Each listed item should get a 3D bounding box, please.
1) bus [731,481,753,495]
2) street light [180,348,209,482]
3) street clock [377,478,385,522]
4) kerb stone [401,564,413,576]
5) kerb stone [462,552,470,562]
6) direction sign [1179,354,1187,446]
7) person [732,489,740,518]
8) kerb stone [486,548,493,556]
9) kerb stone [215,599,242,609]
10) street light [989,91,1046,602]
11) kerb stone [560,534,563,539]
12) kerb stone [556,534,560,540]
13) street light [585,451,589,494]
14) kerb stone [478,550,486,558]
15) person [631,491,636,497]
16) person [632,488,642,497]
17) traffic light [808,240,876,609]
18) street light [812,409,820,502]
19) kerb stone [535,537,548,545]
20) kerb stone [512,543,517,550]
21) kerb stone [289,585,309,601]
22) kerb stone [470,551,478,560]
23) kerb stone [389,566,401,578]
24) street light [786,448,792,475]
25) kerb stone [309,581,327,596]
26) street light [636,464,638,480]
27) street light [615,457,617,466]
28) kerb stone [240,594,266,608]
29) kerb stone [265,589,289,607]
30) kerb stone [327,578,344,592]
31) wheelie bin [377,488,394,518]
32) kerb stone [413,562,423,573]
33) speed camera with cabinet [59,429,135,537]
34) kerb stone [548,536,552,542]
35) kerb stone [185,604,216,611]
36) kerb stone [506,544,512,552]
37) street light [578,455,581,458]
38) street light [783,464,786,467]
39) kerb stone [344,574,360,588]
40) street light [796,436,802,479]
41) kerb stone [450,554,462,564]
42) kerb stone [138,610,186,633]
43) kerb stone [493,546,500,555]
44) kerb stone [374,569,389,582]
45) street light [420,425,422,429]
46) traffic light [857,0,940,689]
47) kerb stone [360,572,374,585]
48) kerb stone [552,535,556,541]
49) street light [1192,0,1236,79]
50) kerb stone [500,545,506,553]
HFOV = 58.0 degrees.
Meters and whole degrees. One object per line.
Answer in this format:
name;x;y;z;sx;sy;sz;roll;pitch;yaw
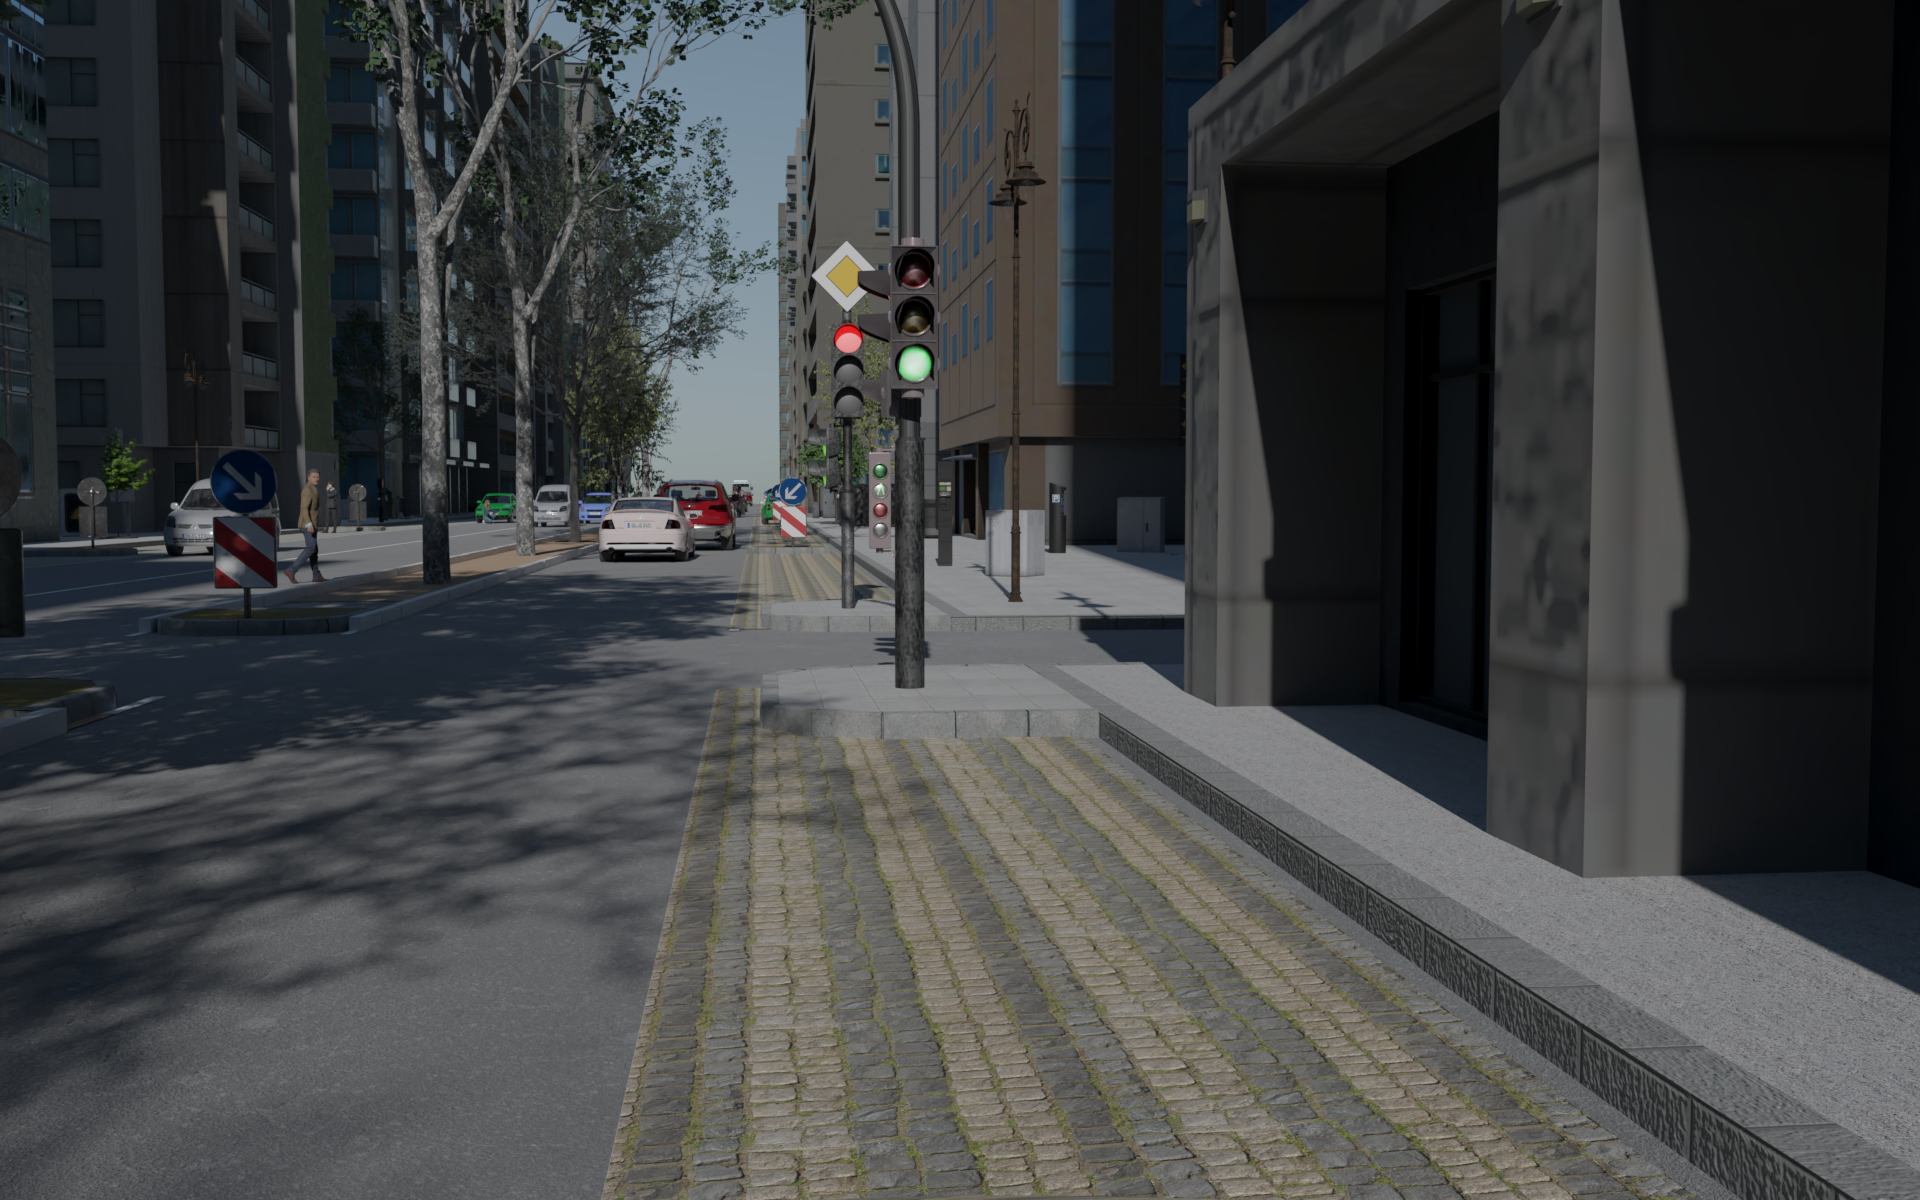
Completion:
bus;-30.788;-15.266;244.456;2.948;3.499;13.247;0;4;-6
street light;-24.235;-5.028;54.997;0.468;5.910;1.993;0;4;-7
street clock;-26.175;-4.509;78.290;0.358;2.002;0.471;0;4;-6
kerb stone;-9.849;-0.511;30.551;0.120;0.150;1.000;0;4;-7
kerb stone;-10.560;-0.877;36.648;0.120;0.150;1.000;0;4;-7
direction sign;3.988;-2.204;28.029;0.876;3.537;0.379;1;4;15
person;-13.540;-5.785;104.001;0.530;1.710;0.541;-1;4;-22
kerb stone;-10.908;-1.062;39.702;0.120;0.150;1.000;0;4;-7
kerb stone;-8.677;0.113;20.352;0.120;0.150;1.000;0;4;-7
street light;0.662;-2.915;20.441;0.468;5.910;1.993;0;4;-7
kerb stone;-12.559;-1.943;53.994;0.120;0.150;1.000;0;4;-7
kerb stone;-12.430;-1.883;52.980;0.120;0.150;1.000;0;4;-7
street light;-37.939;-12.436;176.111;0.468;5.910;1.993;0;4;-7
kerb stone;-10.791;-1.008;38.678;0.120;0.150;1.000;0;4;-7
person;-34.070;-10.512;181.086;0.721;1.735;1.217;3;4;39
person;-21.350;-6.492;114.651;1.348;1.823;0.705;-3;5;-41
traffic light;-1.275;-1.860;19.335;0.839;4.253;0.868;0;4;-7
street light;-8.171;-7.622;97.402;0.468;5.910;1.993;0;4;-7
kerb stone;-12.085;-1.694;49.927;0.120;0.150;1.000;0;4;-7
kerb stone;-11.378;-1.321;43.796;0.120;0.150;1.000;0;4;-7
kerb stone;-9.033;-0.074;23.412;0.120;0.150;1.000;0;4;-7
kerb stone;-10.676;-0.946;37.662;0.120;0.150;1.000;0;4;-7
kerb stone;-9.739;-0.447;29.528;0.120;0.150;1.000;0;4;-7
street light;-17.556;-12.650;179.615;0.468;5.910;1.993;0;4;-7
kerb stone;-9.149;-0.133;24.434;0.120;0.150;1.000;0;4;-7
street light;-46.354;-16.884;248.835;0.468;5.910;1.993;0;4;-7
street light;-42.185;-14.653;212.370;0.468;5.910;1.993;0;4;-7
kerb stone;-8.799;0.052;21.370;0.120;0.150;1.000;0;4;-7
kerb stone;-8.911;-0.012;22.392;0.120;0.150;1.000;0;4;-7
kerb stone;-9.275;-0.199;25.448;0.120;0.150;1.000;0;4;-7
wheelie bin;-30.224;-5.091;91.152;0.693;1.594;0.980;-3;5;-43
kerb stone;-9.966;-0.570;31.567;0.120;0.150;1.000;0;4;-7
speed camera with cabinet;-26.171;-3.558;52.506;2.038;3.252;0.660;-2;4;-27
kerb stone;-12.201;-1.750;50.947;0.120;0.150;1.000;0;4;-7
kerb stone;-8.558;0.175;19.336;0.120;0.150;1.000;0;4;-7
kerb stone;-11.268;-1.258;42.769;0.120;0.150;1.000;0;4;-7
street light;-36.820;-11.863;166.741;0.468;5.910;1.993;0;4;-7
street light;-21.817;-14.868;215.872;0.468;5.910;1.993;0;4;-7
kerb stone;-9.384;-0.261;26.464;0.120;0.150;1.000;0;4;-7
street light;-12.418;-9.839;133.660;0.468;5.910;1.993;0;4;-7
kerb stone;-10.440;-0.822;35.630;0.120;0.150;1.000;0;4;-7
kerb stone;-8.446;0.237;18.315;0.120;0.150;1.000;0;4;-7
kerb stone;-11.020;-1.126;40.718;0.120;0.150;1.000;0;4;-7
kerb stone;-9.616;-0.383;28.501;0.120;0.150;1.000;0;4;-7
street light;-28.221;-7.255;91.412;0.468;5.910;1.993;0;4;-7
traffic light;-2.430;-2.224;11.023;4.771;5.953;1.251;0;4;-7
kerb stone;-9.507;-0.323;27.484;0.120;0.150;1.000;0;4;-7
kerb stone;-12.314;-1.821;51.962;0.120;0.150;1.000;0;4;-7
street light;1.734;-2.354;11.277;0.468;5.910;1.993;0;4;-7
kerb stone;-11.141;-1.195;41.739;0.120;0.150;1.000;0;4;-7
